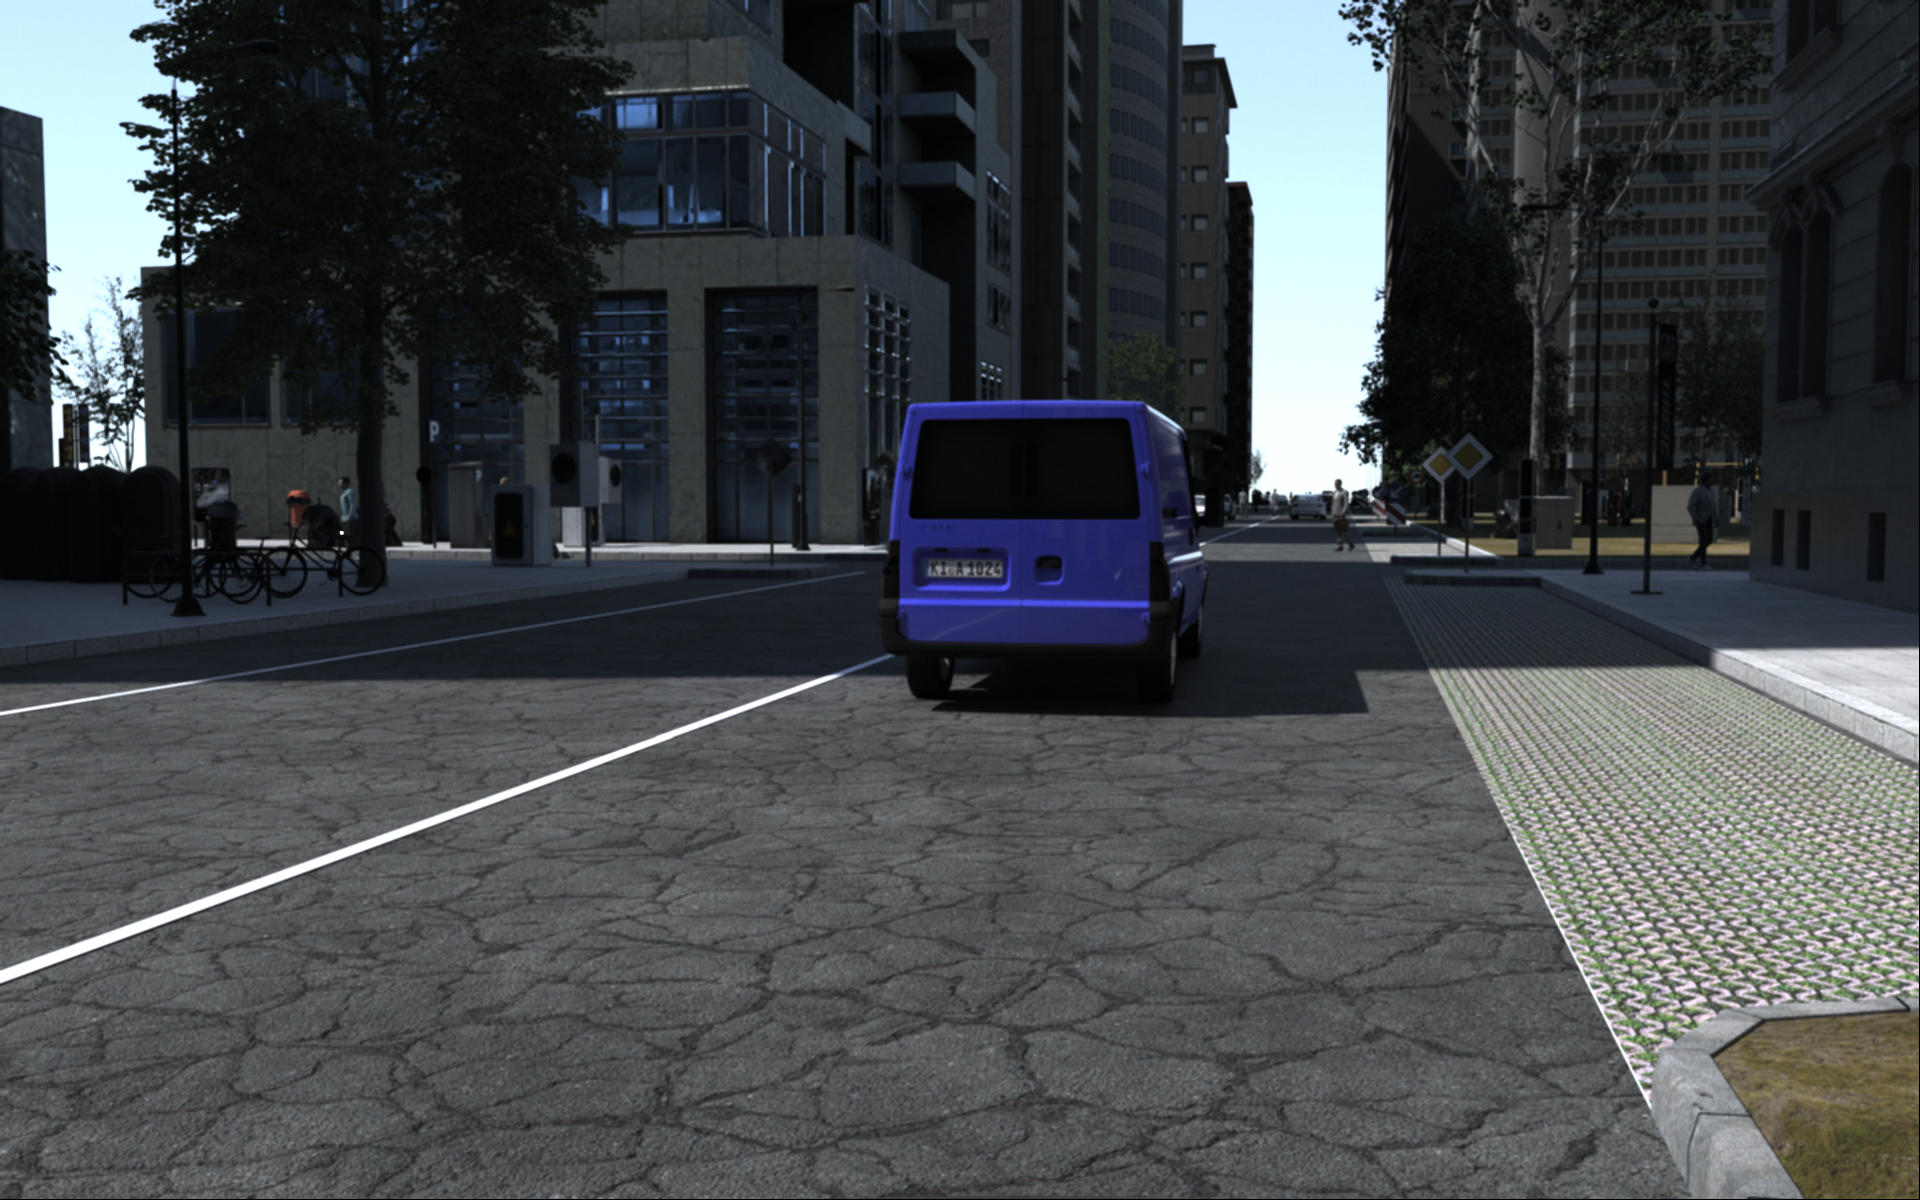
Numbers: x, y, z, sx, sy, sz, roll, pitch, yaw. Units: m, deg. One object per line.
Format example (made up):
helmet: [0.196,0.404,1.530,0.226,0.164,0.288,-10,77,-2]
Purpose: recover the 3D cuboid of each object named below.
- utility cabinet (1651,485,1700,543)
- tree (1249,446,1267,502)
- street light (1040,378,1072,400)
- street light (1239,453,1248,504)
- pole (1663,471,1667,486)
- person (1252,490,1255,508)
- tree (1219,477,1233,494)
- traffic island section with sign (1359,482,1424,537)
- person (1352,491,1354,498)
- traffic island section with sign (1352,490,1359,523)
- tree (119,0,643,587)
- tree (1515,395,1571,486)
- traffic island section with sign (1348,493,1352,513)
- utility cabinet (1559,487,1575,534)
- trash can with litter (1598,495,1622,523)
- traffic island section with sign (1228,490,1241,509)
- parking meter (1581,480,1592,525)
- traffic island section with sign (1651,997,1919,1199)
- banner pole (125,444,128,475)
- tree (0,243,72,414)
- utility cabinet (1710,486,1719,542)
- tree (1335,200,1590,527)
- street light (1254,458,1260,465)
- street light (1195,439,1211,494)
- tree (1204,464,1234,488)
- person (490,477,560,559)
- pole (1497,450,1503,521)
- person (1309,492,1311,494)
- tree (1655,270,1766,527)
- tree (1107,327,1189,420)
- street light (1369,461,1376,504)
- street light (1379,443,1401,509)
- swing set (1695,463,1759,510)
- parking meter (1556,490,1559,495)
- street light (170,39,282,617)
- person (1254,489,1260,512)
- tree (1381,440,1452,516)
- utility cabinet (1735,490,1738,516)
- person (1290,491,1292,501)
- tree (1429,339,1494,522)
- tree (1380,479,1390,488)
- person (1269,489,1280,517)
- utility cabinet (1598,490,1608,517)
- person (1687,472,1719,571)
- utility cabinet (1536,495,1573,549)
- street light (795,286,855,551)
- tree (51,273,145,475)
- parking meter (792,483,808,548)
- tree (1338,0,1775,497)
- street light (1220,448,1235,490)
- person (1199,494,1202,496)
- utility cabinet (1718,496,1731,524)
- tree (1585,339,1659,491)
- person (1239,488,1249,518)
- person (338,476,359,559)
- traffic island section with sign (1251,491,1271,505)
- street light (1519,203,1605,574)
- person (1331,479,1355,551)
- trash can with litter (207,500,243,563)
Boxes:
utility cabinet: [18.475,-2.209,44.794,1.173,1.500,0.318,1,4,18]
tree: [45.589,-19.439,268.183,4.737,8.622,4.395,0,3,0]
street light: [3.778,-5.927,69.449,1.470,5.913,1.316,1,4,12]
street light: [31.259,-13.580,194.571,1.470,5.913,1.316,1,4,12]
pole: [39.437,-6.306,96.951,0.158,3.312,0.155,0,3,0]
person: [30.396,-10.452,179.472,0.705,1.814,1.350,0,4,0]
tree: [27.621,-11.488,182.430,1.663,3.219,1.824,0,3,0]
traffic island section with sign: [14.541,-3.036,58.262,1.989,1.847,2.006,1,4,12]
person: [50.388,-13.039,221.779,0.705,1.812,1.348,2,4,24]
traffic island section with sign: [20.357,-4.655,84.743,1.989,1.847,2.006,1,4,12]
tree: [-7.942,-6.477,24.026,7.486,12.596,7.792,0,3,0]
tree: [33.697,-9.279,102.066,4.360,8.622,3.978,0,3,0]
traffic island section with sign: [31.136,-7.654,133.778,1.989,1.847,2.006,1,4,12]
utility cabinet: [19.427,-2.865,55.519,0.318,1.500,1.173,1,4,9]
trash can with litter: [29.424,-4.119,78.404,1.678,1.210,2.233,0,4,-5]
traffic island section with sign: [25.519,-9.391,162.174,1.989,1.847,2.006,1,4,12]
parking meter: [25.750,-4.001,71.128,0.399,1.863,0.255,-1,4,-15]
traffic island section with sign: [2.478,0.324,3.324,1.989,1.847,2.006,1,4,12]
banner pole: [-41.487,-5.892,86.352,0.401,3.779,0.863,-3,4,-37]
tree: [-9.402,-1.883,14.504,4.285,4.588,4.351,0,3,0]
utility cabinet: [19.343,-2.247,45.409,1.173,1.500,0.318,-2,4,-28]
tree: [19.585,-9.214,67.658,9.611,12.733,9.660,0,3,0]
street light: [37.832,-15.440,224.987,1.470,5.913,1.316,1,4,12]
street light: [20.271,-10.550,145.031,1.470,5.913,1.316,1,4,12]
tree: [27.740,-12.396,186.395,4.285,4.588,4.351,0,3,0]
person: [-9.658,-1.802,38.176,1.509,1.804,0.699,1,4,18]
pole: [22.637,-4.818,72.616,0.158,3.312,0.155,0,3,0]
person: [42.594,-12.294,210.223,0.721,1.743,1.217,-1,4,-22]
tree: [24.995,-6.581,57.963,4.737,8.622,4.395,0,3,0]
tree: [10.525,-11.113,107.451,9.928,11.665,9.643,0,3,0]
street light: [36.922,-10.970,151.899,1.470,5.913,1.316,1,4,12]
street light: [30.363,-9.117,121.600,1.470,5.913,1.316,1,4,12]
swing set: [39.068,-5.559,88.515,3.119,2.851,2.862,2,4,30]
parking meter: [34.204,-5.533,98.877,0.372,1.533,0.369,0,3,0]
street light: [-7.617,-2.779,17.978,1.470,5.913,1.316,1,4,12]
person: [24.156,-8.105,141.028,0.705,1.823,1.348,0,4,-8]
tree: [28.654,-7.790,111.084,4.285,4.588,4.351,0,3,0]
utility cabinet: [44.387,-5.454,97.857,1.173,1.500,0.318,-1,4,-17]
person: [45.706,-14.109,239.275,0.705,1.812,1.348,1,4,16]
tree: [22.233,-7.849,78.694,4.737,8.622,4.395,0,3,0]
tree: [47.192,-12.032,191.326,1.663,3.219,1.824,0,3,0]
person: [19.618,-6.074,108.165,0.694,1.780,0.624,3,5,40]
utility cabinet: [35.016,-5.219,94.002,1.173,1.500,0.318,-1,4,-20]
person: [13.927,-1.482,32.577,0.661,1.843,0.795,-2,4,-23]
utility cabinet: [13.689,-1.778,40.229,1.020,1.237,0.306,-1,4,-9]
street light: [-3.025,-4.061,38.941,1.470,5.913,1.316,1,4,12]
tree: [-27.332,-6.480,56.315,4.360,8.622,3.978,0,3,0]
parking meter: [-3.814,-2.007,41.230,0.372,1.533,0.369,0,3,0]
tree: [17.009,-11.630,46.039,12.611,20.169,13.585,0,3,0]
street light: [26.923,-12.402,175.310,1.470,5.913,1.316,1,4,12]
person: [16.233,-6.468,117.467,0.599,1.433,0.991,2,4,33]
utility cabinet: [32.512,-3.864,74.342,1.020,1.237,0.306,2,4,31]
tree: [32.049,-8.124,83.191,4.360,8.622,3.978,0,3,0]
person: [17.178,-5.893,104.953,0.635,1.810,0.391,2,4,34]
person: [-13.315,-1.800,37.943,0.620,1.820,0.660,-2,4,-35]
traffic island section with sign: [37.541,-12.738,216.892,1.989,1.847,2.006,1,4,12]
street light: [9.639,-3.377,27.748,1.470,5.913,1.316,1,4,12]
person: [9.560,-2.140,43.602,0.853,1.813,0.709,-2,4,-35]
trash can with litter: [-13.779,-1.291,32.497,0.624,1.170,1.055,-1,4,-22]
